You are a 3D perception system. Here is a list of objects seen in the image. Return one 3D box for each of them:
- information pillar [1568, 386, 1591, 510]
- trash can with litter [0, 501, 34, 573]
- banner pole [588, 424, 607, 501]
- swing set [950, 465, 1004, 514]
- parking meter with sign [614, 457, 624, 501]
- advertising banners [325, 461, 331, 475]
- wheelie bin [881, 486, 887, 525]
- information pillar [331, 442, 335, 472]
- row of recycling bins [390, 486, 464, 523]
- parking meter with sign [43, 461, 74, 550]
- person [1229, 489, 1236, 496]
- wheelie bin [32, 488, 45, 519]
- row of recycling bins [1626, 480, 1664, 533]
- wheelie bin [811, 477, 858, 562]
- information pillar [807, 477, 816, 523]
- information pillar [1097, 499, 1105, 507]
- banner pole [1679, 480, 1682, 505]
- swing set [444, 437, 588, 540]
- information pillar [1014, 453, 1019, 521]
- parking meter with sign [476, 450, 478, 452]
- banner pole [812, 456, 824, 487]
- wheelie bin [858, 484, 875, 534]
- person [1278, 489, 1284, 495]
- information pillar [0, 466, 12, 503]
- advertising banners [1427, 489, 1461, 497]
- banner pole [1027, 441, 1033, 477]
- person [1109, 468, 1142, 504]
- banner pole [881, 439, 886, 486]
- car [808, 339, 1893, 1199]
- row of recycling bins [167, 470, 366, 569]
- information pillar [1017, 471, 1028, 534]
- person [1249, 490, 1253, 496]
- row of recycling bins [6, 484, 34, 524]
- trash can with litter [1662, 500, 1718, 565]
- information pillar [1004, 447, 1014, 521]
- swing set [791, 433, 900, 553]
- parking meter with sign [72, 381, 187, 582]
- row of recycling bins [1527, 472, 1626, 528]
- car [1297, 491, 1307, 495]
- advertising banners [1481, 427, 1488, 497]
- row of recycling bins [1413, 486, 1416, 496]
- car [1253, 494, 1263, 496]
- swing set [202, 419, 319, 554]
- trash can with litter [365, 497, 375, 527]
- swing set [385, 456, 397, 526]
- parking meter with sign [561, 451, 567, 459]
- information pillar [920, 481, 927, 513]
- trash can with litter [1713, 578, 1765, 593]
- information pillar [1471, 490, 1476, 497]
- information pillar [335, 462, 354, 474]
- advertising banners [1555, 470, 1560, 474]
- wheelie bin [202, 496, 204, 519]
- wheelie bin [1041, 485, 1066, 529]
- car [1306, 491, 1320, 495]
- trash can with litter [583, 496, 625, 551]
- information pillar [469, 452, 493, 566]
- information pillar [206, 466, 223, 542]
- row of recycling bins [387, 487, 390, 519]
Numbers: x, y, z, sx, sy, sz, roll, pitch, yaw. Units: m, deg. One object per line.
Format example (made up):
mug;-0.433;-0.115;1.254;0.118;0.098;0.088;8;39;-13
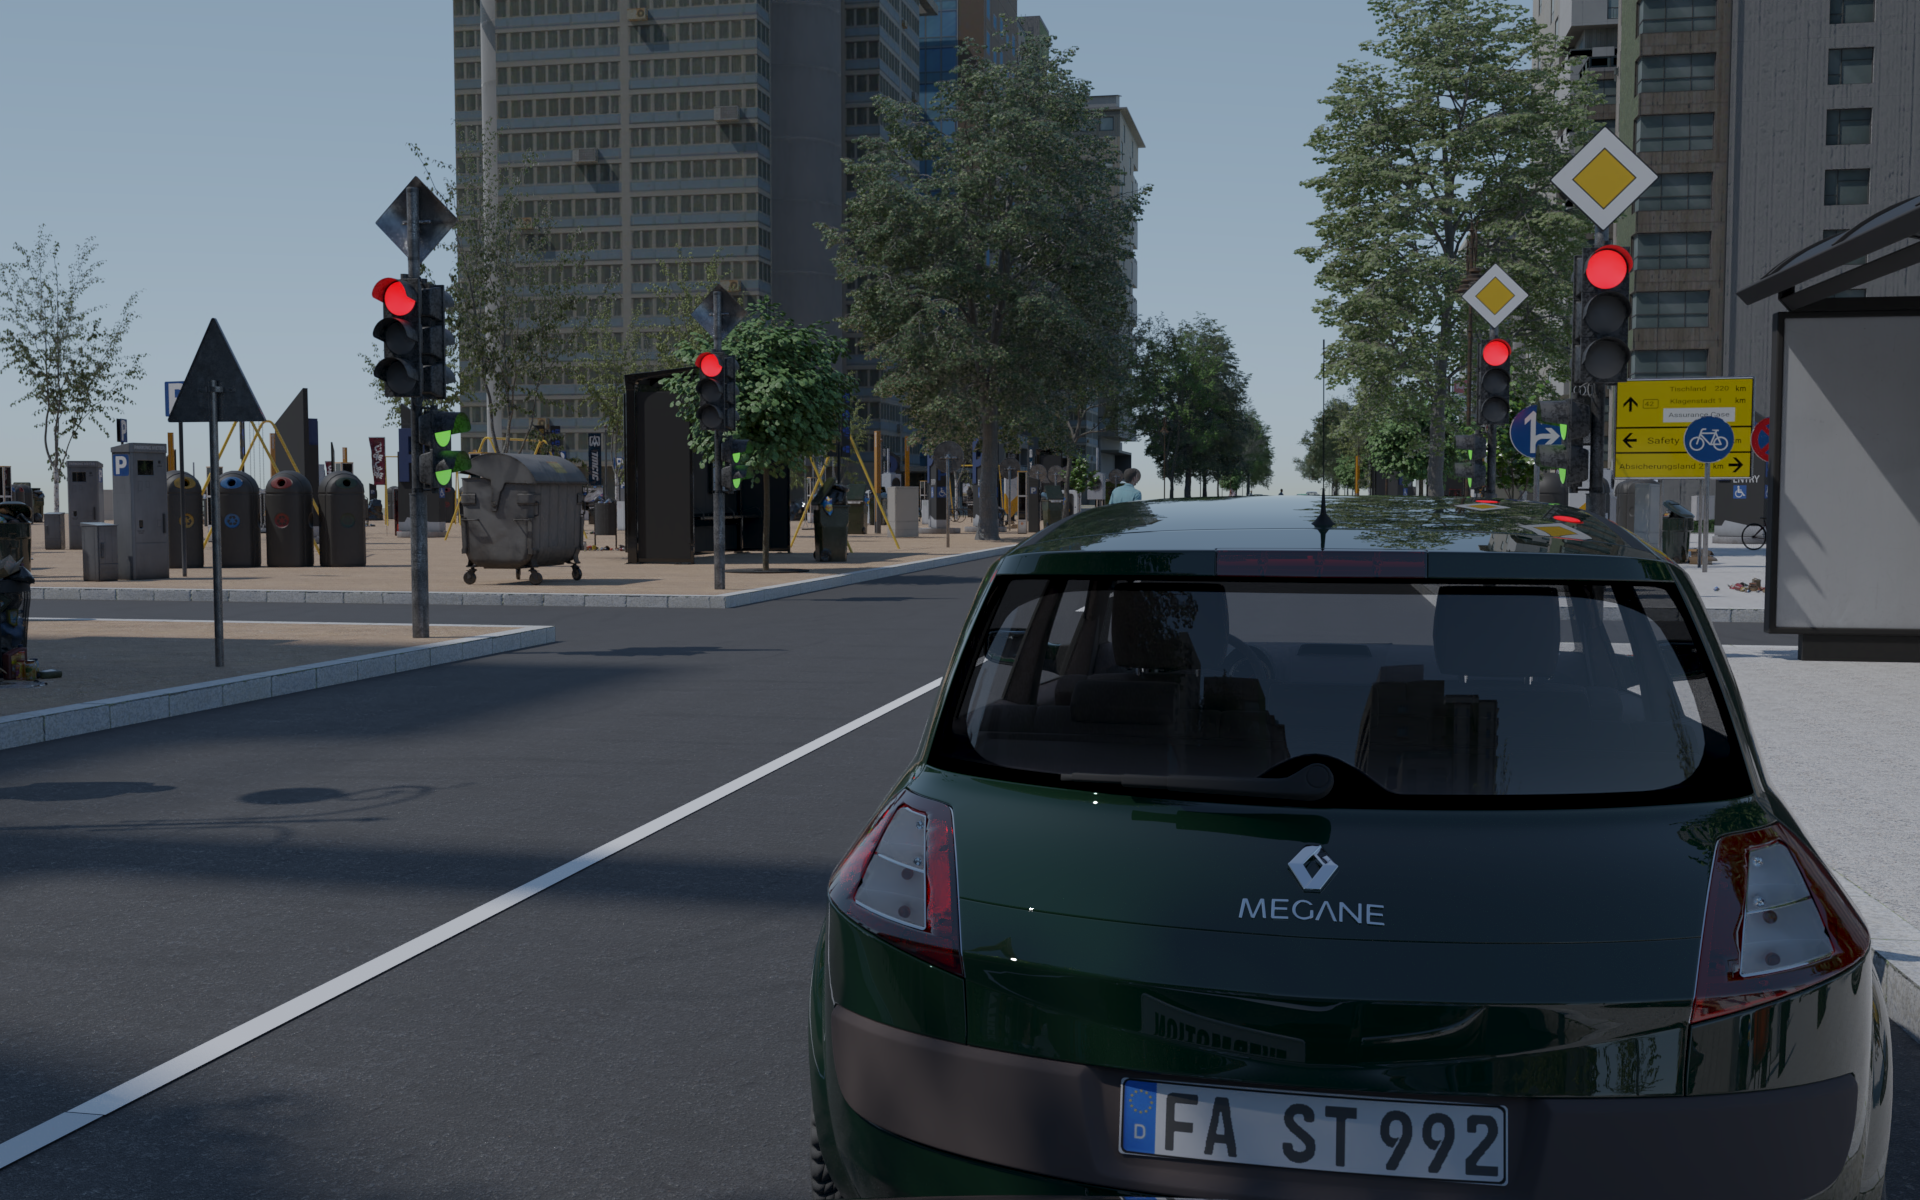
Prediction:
information pillar;10.700;-2.348;29.742;0.504;3.616;0.183;1;4;13
trash can with litter;-14.722;-0.946;26.855;0.624;1.170;1.055;-2;4;-27
banner pole;-12.974;-4.425;62.365;0.863;3.779;0.401;0;4;-4
swing set;0.835;-5.858;93.391;3.119;2.851;2.862;1;4;12
parking meter with sign;-15.996;-5.309;83.058;0.543;3.016;1.738;1;4;11
advertising banners;-32.435;-5.813;91.236;2.074;3.025;0.090;0;4;6
wheelie bin;-3.357;-3.875;71.263;0.980;1.594;0.693;1;4;16
information pillar;-28.230;-5.301;78.024;0.183;3.616;0.504;-1;4;-10
row of recycling bins;-23.290;-4.272;76.967;3.534;1.692;1.069;-2;4;-25
parking meter with sign;-20.171;-2.671;39.933;1.738;3.016;0.543;-1;4;-11
person;15.455;-5.461;98.455;0.551;1.740;0.621;3;5;40
wheelie bin;-46.662;-4.866;87.463;0.693;1.594;0.980;1;4;22
row of recycling bins;18.323;-2.435;46.923;1.069;1.692;3.534;1;4;14
wheelie bin;-2.452;-1.535;33.006;0.693;1.594;0.980;-1;4;-16
information pillar;-6.498;-4.368;75.913;0.304;2.012;0.304;-2;4;-33
information pillar;6.609;-4.695;81.250;0.304;2.012;0.304;2;4;30
banner pole;30.008;-5.020;72.094;0.401;3.779;0.863;1;4;21
swing set;-12.521;-3.120;48.635;2.862;2.851;3.119;1;4;18
information pillar;2.548;-5.503;81.330;0.504;3.616;0.183;-2;4;-24
parking meter with sign;-18.504;-4.483;69.563;1.738;3.016;0.543;-1;4;-16
banner pole;-6.508;-5.440;78.963;0.863;3.779;0.401;-3;5;-39
wheelie bin;-3.309;-2.892;55.195;0.980;1.594;0.693;1;4;13
person;23.356;-7.172;125.743;0.705;1.826;1.348;-2;4;-26
information pillar;-24.890;-2.481;45.061;0.304;2.012;0.304;0;4;8
advertising banners;15.061;-3.462;52.790;2.074;3.025;0.090;-2;4;-27
banner pole;3.256;-5.553;80.807;0.401;3.779;0.863;-1;4;-15
person;2.452;-1.080;26.177;0.660;1.820;0.620;3;4;37
banner pole;-3.494;-5.429;78.780;0.401;3.779;0.863;1;4;16
car;0.929;0.333;4.345;2.009;1.686;4.222;1;4;13
row of recycling bins;-12.289;-1.426;30.434;3.534;1.692;1.069;-1;4;-12
information pillar;2.008;-3.126;55.596;0.304;2.012;0.304;0;4;7
person;30.734;-10.648;182.684;0.705;1.814;1.350;3;5;42
row of recycling bins;-39.861;-4.008;72.637;1.069;1.692;3.534;-1;4;-11
trash can with litter;13.386;-1.247;31.778;0.624;1.170;1.055;-2;4;-35
information pillar;2.209;-5.450;80.455;0.183;3.616;0.504;2;4;31
swing set;-3.255;-2.560;39.482;2.862;2.851;3.119;1;4;19
parking meter with sign;-12.355;-1.821;26.031;0.543;3.016;1.738;1;4;23
row of recycling bins;12.081;-1.658;34.225;1.069;1.692;3.534;2;4;35
car;43.676;-12.996;221.285;1.959;1.807;4.718;1;4;13
advertising banners;9.579;-2.163;31.549;0.090;3.025;2.074;1;4;19
row of recycling bins;23.985;-5.162;91.511;1.069;1.692;3.534;2;4;31
car;34.185;-11.556;198.728;2.009;1.686;4.222;1;4;12
swing set;-14.282;-2.303;35.271;2.862;2.851;3.119;-1;4;-13
trash can with litter;-23.864;-3.478;67.921;1.678;1.210;2.233;3;5;41
swing set;-22.357;-4.522;71.546;3.119;2.851;2.862;-1;4;-20
parking meter with sign;-16.397;-4.504;69.895;0.543;3.016;1.738;0;4;5
information pillar;-2.024;-5.634;96.602;0.304;2.012;0.304;2;4;27
trash can with litter;10.800;-0.721;22.845;1.678;1.210;2.233;0;4;8
information pillar;21.585;-4.983;72.823;0.183;3.616;0.504;0;4;-3
information pillar;-14.140;-2.161;39.830;0.304;2.012;0.304;3;5;43
advertising banners;23.083;-4.172;64.399;2.074;3.025;0.090;1;4;12
wheelie bin;-37.200;-4.667;84.221;0.980;1.594;0.693;0;4;-4
wheelie bin;3.370;-3.412;63.698;0.980;1.594;0.693;-1;4;-21
car;49.388;-14.350;243.300;2.281;1.827;5.304;1;4;10
trash can with litter;-7.689;-1.721;39.199;2.233;1.210;1.678;1;4;9
information pillar;-8.417;-1.591;30.508;0.304;2.012;0.304;2;4;28
information pillar;-19.782;-2.540;46.018;0.304;2.012;0.304;2;4;26
row of recycling bins;-27.834;-4.891;87.076;1.069;1.692;3.534;-3;5;-44
